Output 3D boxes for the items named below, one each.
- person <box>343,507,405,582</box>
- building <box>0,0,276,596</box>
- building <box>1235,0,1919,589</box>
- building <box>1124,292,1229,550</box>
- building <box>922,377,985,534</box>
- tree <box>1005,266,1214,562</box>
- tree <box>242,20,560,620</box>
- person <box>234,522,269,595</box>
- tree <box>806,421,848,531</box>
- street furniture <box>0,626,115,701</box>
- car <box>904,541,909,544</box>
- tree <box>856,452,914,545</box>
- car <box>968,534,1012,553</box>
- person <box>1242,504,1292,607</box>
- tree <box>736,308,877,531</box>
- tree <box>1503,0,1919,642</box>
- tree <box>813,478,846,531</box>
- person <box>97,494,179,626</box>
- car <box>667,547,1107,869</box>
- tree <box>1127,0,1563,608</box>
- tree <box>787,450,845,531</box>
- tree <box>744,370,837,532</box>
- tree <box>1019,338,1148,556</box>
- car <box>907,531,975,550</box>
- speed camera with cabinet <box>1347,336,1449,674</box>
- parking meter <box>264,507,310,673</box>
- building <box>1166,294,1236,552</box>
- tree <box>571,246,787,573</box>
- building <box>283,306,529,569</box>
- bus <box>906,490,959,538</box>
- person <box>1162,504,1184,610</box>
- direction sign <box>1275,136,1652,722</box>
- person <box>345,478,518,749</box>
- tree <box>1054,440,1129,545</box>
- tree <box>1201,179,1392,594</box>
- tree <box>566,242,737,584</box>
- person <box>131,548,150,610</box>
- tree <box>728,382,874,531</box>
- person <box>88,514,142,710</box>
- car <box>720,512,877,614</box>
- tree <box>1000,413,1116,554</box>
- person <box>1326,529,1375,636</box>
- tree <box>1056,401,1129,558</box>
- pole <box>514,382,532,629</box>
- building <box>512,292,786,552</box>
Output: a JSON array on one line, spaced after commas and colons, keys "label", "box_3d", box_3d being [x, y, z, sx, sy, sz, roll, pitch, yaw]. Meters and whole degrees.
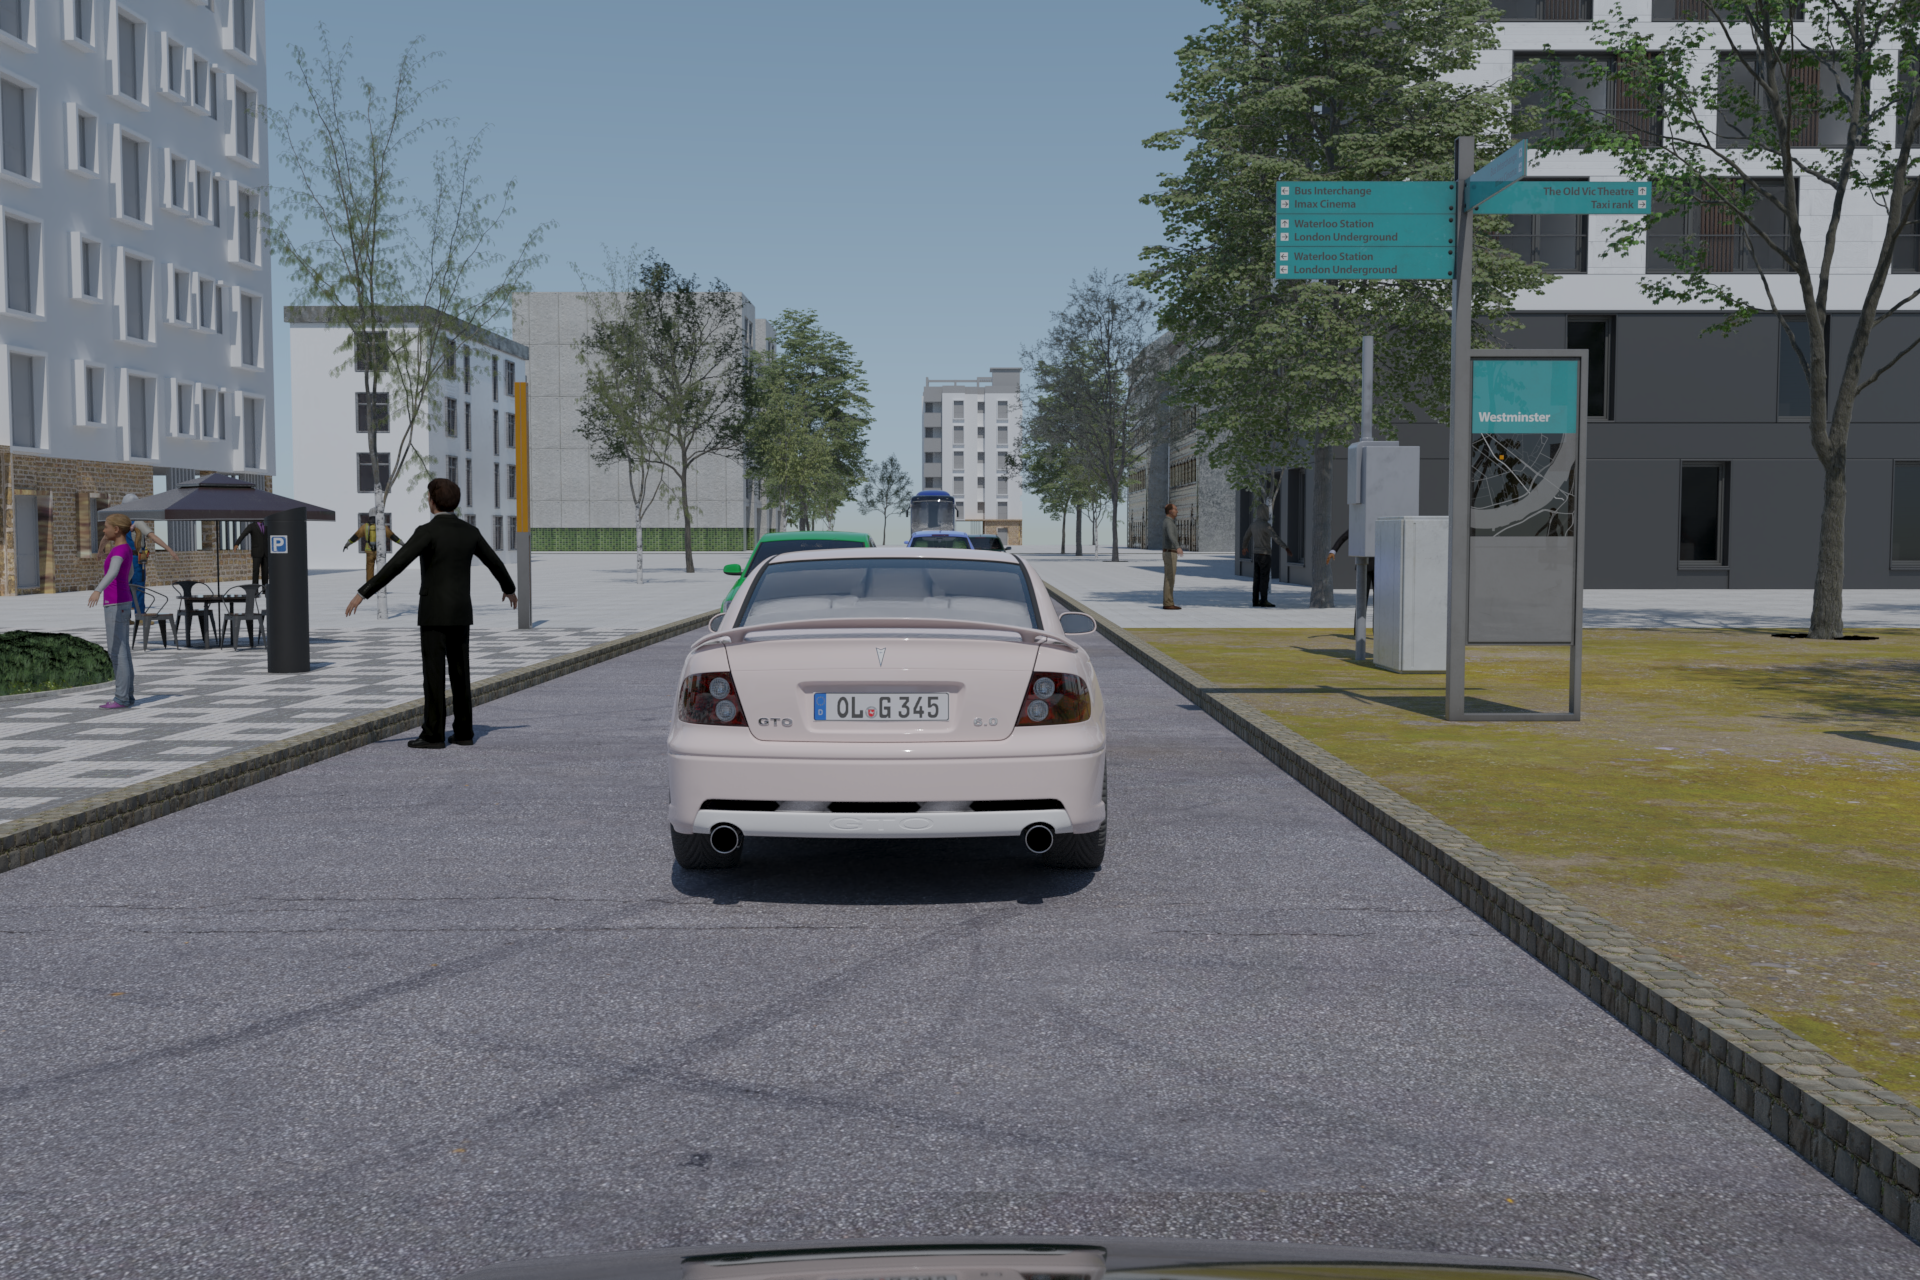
[{"label": "person", "box_3d": [-12.416, -1.897, 36.782, 1.354, 1.858, 0.705, -1, 4, -9]}, {"label": "building", "box_3d": [-24.617, -10.991, 36.119, 16.016, 20.090, 11.380, 0, 4, 1]}, {"label": "building", "box_3d": [22.496, -12.946, 55.644, 27.936, 21.610, 32.646, 0, 4, 0]}, {"label": "building", "box_3d": [24.728, -19.586, 151.155, 19.493, 23.208, 18.063, 0, 4, 1]}, {"label": "building", "box_3d": [-3.994, -20.888, 200.394, 11.380, 20.090, 16.016, 0, 4, -6]}, {"label": "tree", "box_3d": [7.072, -10.338, 79.401, 12.009, 13.543, 11.850, 0, 3, 0]}, {"label": "tree", "box_3d": [-8.912, -4.617, 25.845, 4.360, 8.622, 3.978, 0, 3, 0]}, {"label": "person", "box_3d": [-14.797, -1.862, 36.661, 0.704, 1.802, 1.346, 2, 4, 35]}, {"label": "tree", "box_3d": [-8.064, -9.550, 106.499, 4.360, 8.622, 3.978, 0, 3, 0]}, {"label": "street furniture", "box_3d": [-10.071, 0.195, 12.437, 5.734, 0.657, 10.072, 0, 4, 2]}, {"label": "car", "box_3d": [-1.682, -4.442, 82.225, 1.945, 1.707, 3.694, 0, 4, 0]}, {"label": "tree", "box_3d": [-8.325, -16.029, 196.481, 7.601, 10.594, 8.767, 0, 4, 2]}, {"label": "car", "box_3d": [0.613, -2.694, 53.825, 2.009, 1.686, 4.222, 0, 3, 0]}, {"label": "person", "box_3d": [5.333, -1.487, 30.440, 0.705, 1.813, 1.348, -2, 4, -28]}, {"label": "tree", "box_3d": [-7.787, -10.361, 87.526, 7.486, 12.596, 7.792, 0, 3, 0]}, {"label": "tree", "box_3d": [10.532, -5.808, 20.712, 9.928, 11.665, 9.643, 0, 3, 0]}, {"label": "tree", "box_3d": [-14.553, -14.952, 194.821, 4.737, 8.622, 4.395, 0, 3, 0]}, {"label": "person", "box_3d": [-11.596, -1.129, 24.312, 1.347, 1.847, 0.705, 1, 4, 16]}, {"label": "car", "box_3d": [-0.306, 0.218, 8.796, 2.083, 1.381, 4.827, 0, 4, 0]}, {"label": "tree", "box_3d": [6.512, -6.806, 29.410, 7.486, 12.596, 7.792, 0, 3, 0]}, {"label": "tree", "box_3d": [-16.768, -17.368, 202.096, 7.486, 12.596, 7.792, 0, 3, 0]}, {"label": "tree", "box_3d": [-7.758, -7.859, 78.853, 4.737, 8.622, 4.395, 0, 3, 0]}, {"label": "tree", "box_3d": [7.177, -11.116, 99.880, 7.486, 12.596, 7.792, 0, 3, 0]}, {"label": "car", "box_3d": [-0.408, -1.545, 34.852, 1.945, 1.707, 3.694, 0, 4, -1]}, {"label": "speed camera with cabinet", "box_3d": [4.280, -1.369, 16.724, 0.660, 3.252, 2.038, 0, 4, -1]}, {"label": "parking meter", "box_3d": [-6.250, -0.469, 16.086, 0.372, 1.533, 0.369, 0, 3, 0]}, {"label": "building", "box_3d": [26.188, -18.383, 131.487, 19.493, 23.208, 18.063, 0, 4, 0]}, {"label": "tree", "box_3d": [-9.254, -7.492, 56.914, 7.601, 10.594, 8.767, 0, 4, -7]}, {"label": "building", "box_3d": [-23.865, -8.300, 77.853, 9.099, 9.664, 28.070, 0, 4, 1]}, {"label": "bus", "box_3d": [-1.489, -6.663, 100.486, 2.896, 3.916, 12.251, 0, 4, 0]}, {"label": "person", "box_3d": [3.595, -1.415, 29.403, 0.705, 1.796, 1.348, 0, 3, 0]}, {"label": "direction sign", "box_3d": [3.398, -1.374, 11.222, 2.525, 3.948, 1.411, 0, 4, 0]}, {"label": "person", "box_3d": [-3.489, -0.185, 11.669, 0.705, 1.806, 1.347, 3, 4, 37]}, {"label": "tree", "box_3d": [15.099, -17.529, 196.963, 12.009, 13.543, 11.850, 0, 3, 0]}, {"label": "tree", "box_3d": [6.354, -5.283, 36.737, 4.360, 8.622, 3.978, 0, 3, 0]}, {"label": "tree", "box_3d": [-8.290, -5.739, 44.194, 4.360, 8.622, 3.978, 0, 3, 0]}, {"label": "person", "box_3d": [-14.036, -1.405, 29.429, 0.721, 1.772, 1.216, -3, 5, -43]}, {"label": "tree", "box_3d": [-8.749, -10.048, 98.696, 8.767, 10.594, 7.601, -3, 4, -36]}, {"label": "person", "box_3d": [-6.266, -0.214, 12.764, 0.599, 1.433, 0.991, -1, 4, -15]}, {"label": "car", "box_3d": [-1.673, -0.687, 20.029, 1.959, 1.807, 4.718, 0, 3, 0]}, {"label": "tree", "box_3d": [6.475, -10.735, 109.932, 8.767, 10.594, 7.601, 1, 4, 13]}, {"label": "person", "box_3d": [4.972, -0.862, 20.817, 1.216, 1.740, 0.721, -1, 4, -9]}, {"label": "tree", "box_3d": [7.327, -8.658, 91.925, 4.360, 8.622, 3.978, 0, 3, 0]}, {"label": "pole", "box_3d": [-5.890, -1.805, 23.359, 0.158, 3.312, 0.155, 0, 3, 0]}, {"label": "building", "box_3d": [-24.290, -16.879, 142.429, 16.747, 18.905, 31.486, 0, 3, 0]}]
